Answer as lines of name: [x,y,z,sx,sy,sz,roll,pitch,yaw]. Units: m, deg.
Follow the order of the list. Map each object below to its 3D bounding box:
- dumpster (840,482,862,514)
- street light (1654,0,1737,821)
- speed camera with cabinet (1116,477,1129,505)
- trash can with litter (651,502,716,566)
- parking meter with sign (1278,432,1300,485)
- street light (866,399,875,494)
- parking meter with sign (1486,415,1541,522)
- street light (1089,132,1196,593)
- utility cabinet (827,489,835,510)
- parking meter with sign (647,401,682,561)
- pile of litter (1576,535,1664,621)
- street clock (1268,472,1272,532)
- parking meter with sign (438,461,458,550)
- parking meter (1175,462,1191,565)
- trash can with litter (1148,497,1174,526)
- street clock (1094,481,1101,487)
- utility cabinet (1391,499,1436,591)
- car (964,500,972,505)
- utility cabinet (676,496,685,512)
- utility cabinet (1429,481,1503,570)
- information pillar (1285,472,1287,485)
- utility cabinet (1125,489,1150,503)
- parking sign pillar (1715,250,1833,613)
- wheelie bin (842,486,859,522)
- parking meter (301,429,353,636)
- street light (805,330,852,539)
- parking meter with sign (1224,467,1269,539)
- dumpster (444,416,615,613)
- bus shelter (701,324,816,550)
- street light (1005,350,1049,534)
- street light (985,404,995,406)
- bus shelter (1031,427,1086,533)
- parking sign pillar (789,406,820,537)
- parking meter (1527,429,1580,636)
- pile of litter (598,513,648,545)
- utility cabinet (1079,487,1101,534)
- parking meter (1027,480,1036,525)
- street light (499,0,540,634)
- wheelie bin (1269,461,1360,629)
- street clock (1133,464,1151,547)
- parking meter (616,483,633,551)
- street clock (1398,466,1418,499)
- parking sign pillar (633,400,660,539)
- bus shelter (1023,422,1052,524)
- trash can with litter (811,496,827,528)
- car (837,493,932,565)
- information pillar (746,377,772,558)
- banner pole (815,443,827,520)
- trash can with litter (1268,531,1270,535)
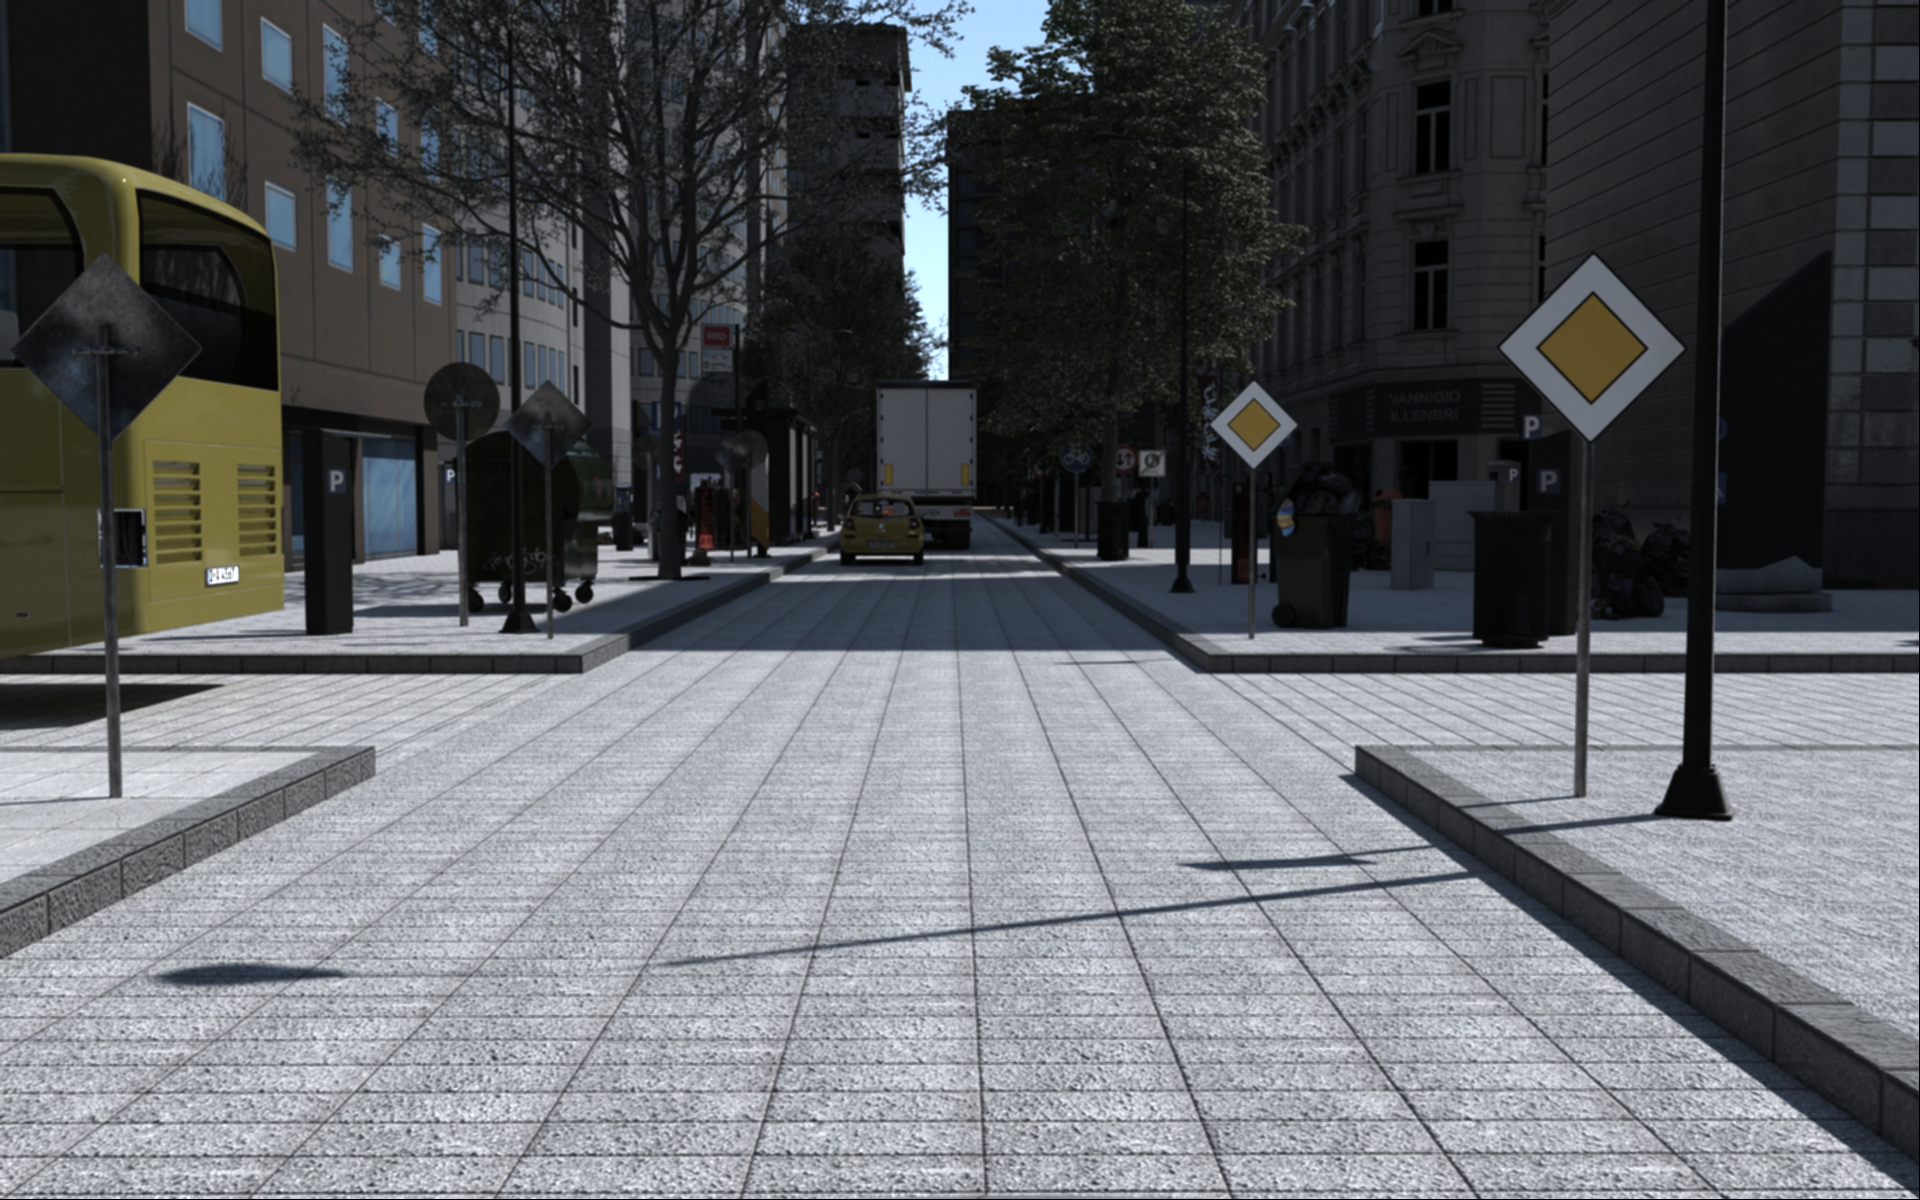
dumpster: [-5.236,-4.596,80.908,1.264,1.857,1.865,0,4,0]
street light: [2.419,-2.095,6.790,1.470,5.913,1.316,0,4,0]
speed camera with cabinet: [8.837,-5.860,90.154,2.038,3.252,0.660,-3,5,-44]
trash can with litter: [-4.935,-1.193,30.895,1.055,1.170,0.624,-2,4,-35]
parking meter with sign: [8.494,-2.878,43.309,0.543,3.016,1.738,-1,4,-21]
street light: [-3.899,-6.736,82.675,1.470,5.913,1.316,0,4,0]
parking meter with sign: [12.210,-2.608,38.899,0.543,3.016,1.738,-2,4,-23]
street light: [2.359,-3.051,22.427,1.470,5.913,1.316,0,4,0]
utility cabinet: [-5.491,-3.993,73.962,0.318,1.500,1.173,0,4,-2]
parking meter with sign: [-5.752,-2.271,33.393,0.543,3.016,1.738,-1,4,-17]
pile of litter: [6.653,-0.255,18.139,1.719,0.858,1.176,-1,4,-21]
street clock: [10.244,-3.246,57.635,0.358,2.002,0.471,0,4,2]
parking meter with sign: [-12.012,-2.683,40.127,1.738,3.016,0.543,3,4,36]
parking meter: [4.070,-1.586,31.635,0.255,1.863,0.399,0,4,5]
trash can with litter: [8.130,-3.584,69.986,1.055,1.170,0.624,1,4,12]
street clock: [6.769,-5.008,86.457,0.471,2.002,0.358,-2,4,-32]
utility cabinet: [6.146,-0.752,23.459,0.306,1.237,1.020,2,4,32]
car: [-0.243,-5.847,105.827,2.015,1.641,3.980,0,4,-1]
utility cabinet: [-9.337,-2.744,56.019,1.020,1.237,0.306,3,5,42]
utility cabinet: [8.419,-1.235,28.873,1.173,1.500,0.318,3,5,42]
information pillar: [10.978,-3.236,57.407,0.304,2.012,0.304,-2,4,-26]
utility cabinet: [8.050,-4.290,78.826,1.173,1.500,0.318,0,4,-5]
parking sign pillar: [8.946,-1.882,19.243,1.447,3.967,1.447,-1,4,-17]
wheelie bin: [-4.264,-3.663,67.795,0.693,1.594,0.980,0,4,1]
parking meter: [-5.779,-0.620,15.850,0.255,1.863,0.399,2,4,25]
street light: [-3.758,-4.693,49.269,1.470,5.913,1.316,0,4,0]
parking meter with sign: [8.489,-3.276,49.816,1.738,3.016,0.543,1,4,23]
dumpster: [-4.812,-1.037,19.452,1.502,2.255,1.985,0,4,0]
bus shelter: [-5.038,-4.035,43.608,2.179,5.291,8.768,0,4,-1]
street light: [2.164,-5.094,55.832,1.470,5.913,1.316,0,4,0]
street light: [1.982,-7.152,89.477,1.470,5.913,1.316,0,4,0]
bus shelter: [3.453,-4.228,60.411,1.731,3.624,6.357,0,4,0]
parking sign pillar: [-4.985,-3.911,52.416,1.447,3.967,1.447,-2,4,-26]
parking meter: [5.407,-0.617,15.798,0.255,1.863,0.399,-3,5,-43]
pile of litter: [-8.732,-1.829,43.863,1.719,0.858,1.176,-1,4,-15]
utility cabinet: [4.178,-2.874,55.671,0.318,1.500,1.173,-1,4,-17]
parking meter: [2.940,-4.013,71.323,0.255,1.863,0.399,2,4,32]
street light: [-3.540,-2.650,15.863,1.470,5.913,1.316,0,4,0]
wheelie bin: [3.442,-0.539,16.716,0.693,1.594,0.980,3,4,38]
street clock: [4.415,-2.275,41.765,0.358,2.002,0.471,-3,5,-45]
parking meter: [-7.571,-1.875,39.068,0.372,1.533,0.369,0,3,0]
street clock: [11.455,-2.432,44.341,0.471,2.002,0.358,-2,4,-32]
parking sign pillar: [-8.973,-3.773,50.167,1.447,3.967,1.447,1,4,17]
bus shelter: [4.026,-6.181,78.697,2.179,5.291,8.768,0,4,0]
trash can with litter: [-5.621,-3.332,65.528,1.678,1.210,2.233,0,3,0]
car: [-1.599,-1.592,36.247,2.015,1.641,3.980,0,4,-1]
information pillar: [-4.060,-2.659,34.828,0.504,3.616,0.183,2,4,27]
banner pole: [-6.715,-5.764,84.264,0.863,3.779,0.401,2,4,30]
trash can with litter: [9.974,-2.667,54.655,1.678,1.210,2.233,-2,4,-33]
